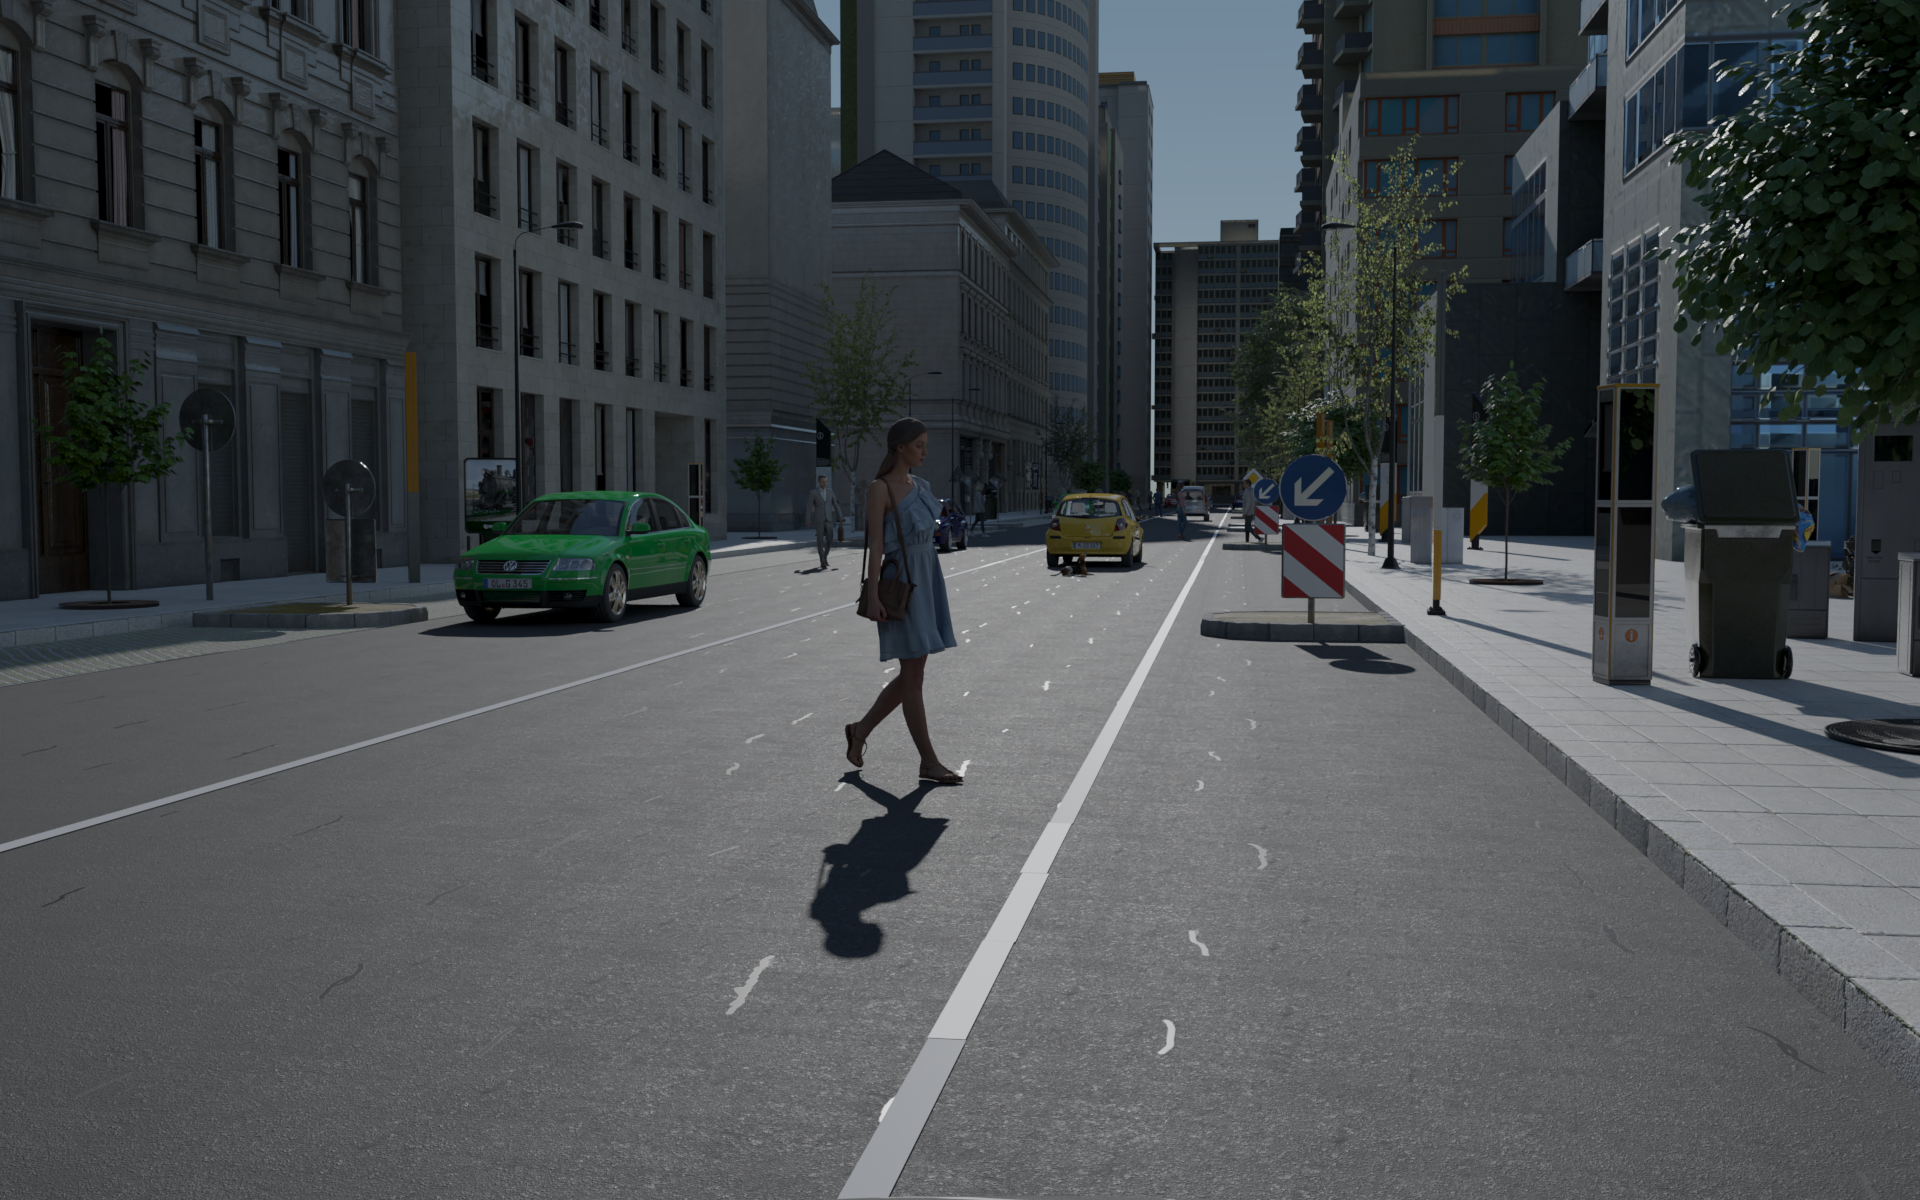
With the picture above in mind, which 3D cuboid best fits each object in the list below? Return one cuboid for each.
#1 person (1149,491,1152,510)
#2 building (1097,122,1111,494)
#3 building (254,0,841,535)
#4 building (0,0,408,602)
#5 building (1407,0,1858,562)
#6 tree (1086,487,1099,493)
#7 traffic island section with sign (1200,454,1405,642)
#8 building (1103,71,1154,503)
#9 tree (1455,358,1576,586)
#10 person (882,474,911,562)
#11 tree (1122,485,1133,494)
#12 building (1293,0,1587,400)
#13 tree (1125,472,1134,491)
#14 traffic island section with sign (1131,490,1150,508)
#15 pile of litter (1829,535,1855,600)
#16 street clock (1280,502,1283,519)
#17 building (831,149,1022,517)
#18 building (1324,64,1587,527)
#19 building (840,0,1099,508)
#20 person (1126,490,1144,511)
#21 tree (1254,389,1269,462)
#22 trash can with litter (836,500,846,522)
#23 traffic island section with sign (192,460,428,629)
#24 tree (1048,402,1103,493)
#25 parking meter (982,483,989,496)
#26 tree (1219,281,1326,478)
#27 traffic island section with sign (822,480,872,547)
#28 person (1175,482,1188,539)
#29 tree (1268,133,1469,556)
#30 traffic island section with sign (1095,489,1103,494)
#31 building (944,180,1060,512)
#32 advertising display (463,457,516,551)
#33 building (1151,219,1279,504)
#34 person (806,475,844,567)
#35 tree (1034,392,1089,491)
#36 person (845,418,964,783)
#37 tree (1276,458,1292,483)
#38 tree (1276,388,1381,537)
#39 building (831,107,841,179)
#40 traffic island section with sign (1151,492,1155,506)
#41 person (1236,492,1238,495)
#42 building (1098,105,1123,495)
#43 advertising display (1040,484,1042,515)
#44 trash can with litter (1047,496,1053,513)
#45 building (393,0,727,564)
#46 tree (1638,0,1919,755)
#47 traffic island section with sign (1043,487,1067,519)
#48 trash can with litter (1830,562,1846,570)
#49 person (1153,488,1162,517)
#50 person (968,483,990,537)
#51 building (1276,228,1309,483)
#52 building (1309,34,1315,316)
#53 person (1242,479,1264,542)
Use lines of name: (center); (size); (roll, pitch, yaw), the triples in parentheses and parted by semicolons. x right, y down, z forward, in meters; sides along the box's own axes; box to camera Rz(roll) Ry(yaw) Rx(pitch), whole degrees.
person: (17.131, -8.936, 155.527); (0.530, 1.710, 0.541); (2, 4, 33)
building: (8.613, -30.741, 186.213); (14.154, 41.232, 14.086); (1, 4, 9)
building: (-14.337, -13.095, 63.260); (18.267, 20.994, 9.793); (1, 4, 9)
building: (-15.805, -10.587, 22.243); (9.793, 20.994, 18.267); (1, 4, 9)
building: (25.022, -44.738, 44.131); (22.319, 86.520, 31.000); (1, 4, 9)
tree: (12.158, -10.012, 158.294); (1.663, 3.219, 1.824); (0, 3, 0)
traffic island section with sign: (3.503, -0.567, 17.897); (1.989, 1.847, 2.006); (1, 4, 9)
building: (13.084, -43.093, 246.573); (28.212, 58.520, 21.231); (1, 4, 9)
tree: (7.950, -1.842, 24.717); (1.663, 3.219, 1.824); (0, 3, 0)
person: (-1.014, -1.401, 31.501); (0.778, 1.811, 0.616); (-1, 4, -15)
tree: (19.730, -12.848, 204.670); (1.663, 3.219, 1.824); (0, 3, 0)
building: (34.953, -28.582, 121.938); (22.147, 44.769, 28.867); (1, 4, 9)
tree: (18.148, -13.136, 198.480); (4.285, 4.588, 4.351); (0, 3, 0)
traffic island section with sign: (18.120, -10.281, 176.723); (1.989, 1.847, 2.006); (1, 4, 9)
pile of litter: (11.067, -0.477, 21.764); (1.176, 0.858, 1.719); (3, 5, 40)
street clock: (16.578, -5.155, 88.857); (0.358, 2.002, 0.471); (3, 5, 43)
building: (-4.221, -15.163, 98.821); (10.553, 20.767, 40.483); (1, 4, 9)
building: (32.818, -14.532, 82.636); (28.899, 21.520, 27.650); (1, 4, 9)
building: (1.574, -38.130, 165.424); (21.231, 58.520, 28.212); (1, 4, 9)
person: (14.617, -8.367, 145.514); (1.509, 1.804, 0.699); (2, 4, 26)
tree: (15.945, -8.061, 82.158); (4.360, 8.622, 3.978); (0, 3, 0)
trash can with litter: (-5.655, -4.086, 78.189); (0.624, 1.170, 1.055); (2, 4, 34)
traffic island section with sign: (-7.080, -0.652, 19.293); (1.989, 1.847, 2.006); (1, 4, 9)
tree: (9.206, -11.465, 137.814); (4.737, 8.622, 4.395); (0, 3, 0)
parking meter: (1.341, -5.265, 91.786); (0.255, 1.863, 0.399); (2, 4, 35)
tree: (20.605, -12.113, 104.699); (9.857, 13.997, 8.962); (0, 3, 0)
traffic island section with sign: (-2.621, -2.358, 47.173); (1.989, 1.847, 2.006); (1, 4, 9)
person: (7.038, -2.844, 55.003); (0.388, 1.821, 0.555); (-1, 4, -16)
tree: (8.617, -5.248, 36.167); (4.360, 8.622, 3.978); (0, 3, 0)
traffic island section with sign: (10.302, -7.296, 127.925); (1.989, 1.847, 2.006); (1, 4, 9)
building: (-1.805, -18.394, 134.021); (16.112, 22.955, 30.059); (1, 4, 9)
advertising display: (-8.261, -1.554, 30.625); (0.974, 1.923, 0.123); (-1, 4, -17)
building: (39.779, -34.022, 248.141); (23.993, 40.220, 32.217); (1, 4, 9)
person: (-2.669, -1.560, 34.132); (0.709, 1.813, 0.853); (-2, 4, -27)
tree: (7.377, -10.636, 124.268); (4.360, 8.622, 3.978); (0, 3, 0)
person: (-0.323, -0.006, 8.699); (0.778, 1.811, 0.616); (3, 4, 37)
tree: (17.756, -5.992, 92.574); (1.663, 3.219, 1.824); (0, 3, 0)
tree: (11.271, -4.196, 52.322); (4.285, 4.588, 4.351); (0, 3, 0)
building: (-16.911, -36.598, 217.982); (30.456, 49.044, 23.786); (1, 4, 9)
traffic island section with sign: (22.375, -11.909, 203.342); (1.989, 1.847, 2.006); (1, 4, 9)
person: (35.161, -12.868, 219.443); (0.434, 1.755, 0.990); (1, 4, 12)
building: (8.900, -36.139, 214.579); (21.600, 48.544, 21.300); (1, 4, 9)
advertising display: (5.066, -6.296, 108.149); (0.123, 1.923, 0.974); (0, 4, 3)
trash can with litter: (6.242, -6.627, 119.735); (0.624, 1.170, 1.055); (-1, 4, -16)
building: (-12.943, -11.342, 40.201); (10.420, 20.320, 16.860); (1, 4, 9)
tree: (5.265, -1.530, 8.733); (4.285, 4.588, 4.351); (0, 3, 0)
traffic island section with sign: (5.918, -5.620, 100.515); (1.989, 1.847, 2.006); (1, 4, 9)
trash can with litter: (15.609, -1.152, 29.889); (2.233, 1.210, 1.678); (-2, 4, -32)
person: (12.656, -6.236, 110.633); (0.721, 1.800, 0.419); (0, 4, -2)
person: (0.627, -3.008, 57.867); (0.728, 1.800, 0.709); (0, 4, -3)
building: (41.563, -25.477, 188.243); (14.160, 30.474, 14.107); (1, 4, 9)
building: (42.626, -44.646, 168.208); (20.563, 71.187, 20.611); (1, 4, 9)
person: (7.876, -2.346, 46.708); (0.795, 1.843, 0.661); (2, 4, 29)
